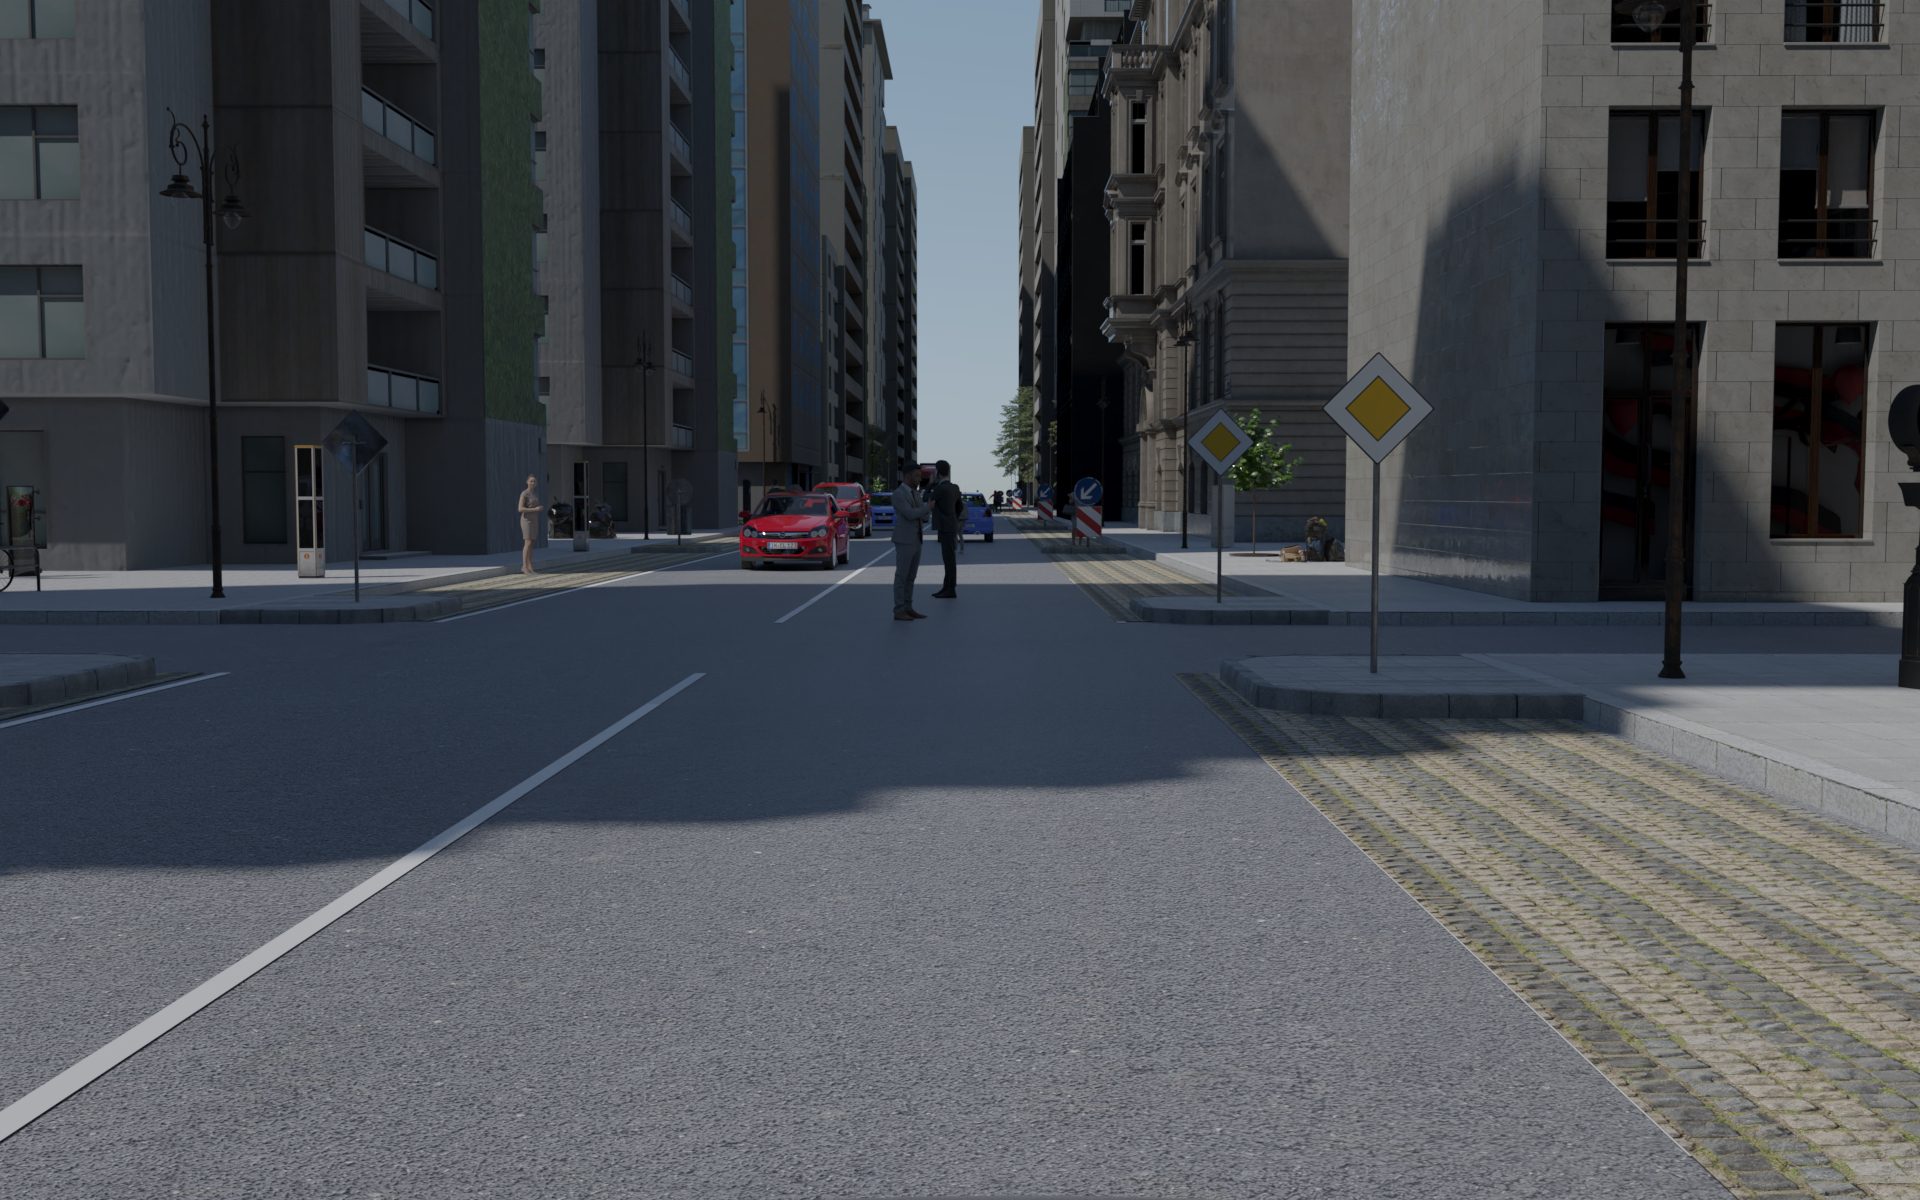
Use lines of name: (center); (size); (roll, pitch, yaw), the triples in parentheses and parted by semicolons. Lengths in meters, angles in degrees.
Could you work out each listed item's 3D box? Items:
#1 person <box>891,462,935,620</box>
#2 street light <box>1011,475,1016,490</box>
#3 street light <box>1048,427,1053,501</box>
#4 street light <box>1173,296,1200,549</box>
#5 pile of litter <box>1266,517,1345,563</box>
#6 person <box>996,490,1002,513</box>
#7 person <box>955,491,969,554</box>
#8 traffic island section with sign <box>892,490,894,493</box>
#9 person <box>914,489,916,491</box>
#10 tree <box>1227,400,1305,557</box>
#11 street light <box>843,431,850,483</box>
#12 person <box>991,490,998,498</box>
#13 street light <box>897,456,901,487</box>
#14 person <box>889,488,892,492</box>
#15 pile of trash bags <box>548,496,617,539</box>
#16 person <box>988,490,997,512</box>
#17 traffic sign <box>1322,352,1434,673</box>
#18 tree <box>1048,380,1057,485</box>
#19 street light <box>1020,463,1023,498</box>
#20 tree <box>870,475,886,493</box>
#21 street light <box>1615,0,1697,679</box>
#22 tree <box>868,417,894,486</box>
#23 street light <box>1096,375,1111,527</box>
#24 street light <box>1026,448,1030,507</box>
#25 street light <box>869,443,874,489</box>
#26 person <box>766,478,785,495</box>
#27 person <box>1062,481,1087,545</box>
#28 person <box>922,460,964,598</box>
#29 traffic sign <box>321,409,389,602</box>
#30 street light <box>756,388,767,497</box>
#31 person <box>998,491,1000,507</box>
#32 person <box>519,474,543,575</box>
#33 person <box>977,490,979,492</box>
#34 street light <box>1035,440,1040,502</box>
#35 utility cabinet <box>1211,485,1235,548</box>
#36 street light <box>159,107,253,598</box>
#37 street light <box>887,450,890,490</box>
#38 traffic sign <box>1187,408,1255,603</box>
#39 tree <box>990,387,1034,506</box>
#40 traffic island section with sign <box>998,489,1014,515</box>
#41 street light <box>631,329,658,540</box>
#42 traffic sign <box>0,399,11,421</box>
person: (-0.527, -0.677, 19.751); (0.466, 1.800, 0.511); (1, 4, 13)
street light: (7.572, -17.247, 254.768); (0.468, 5.910, 1.993); (0, 4, 1)
street light: (6.126, -8.814, 116.900); (0.468, 5.910, 1.993); (0, 4, 1)
street light: (5.291, -4.149, 40.618); (0.468, 5.910, 1.993); (0, 4, 1)
pile of litter: (6.605, -1.160, 32.936); (1.719, 0.858, 1.176); (0, 4, -4)
person: (3.064, -7.639, 134.312); (0.530, 1.710, 0.541); (-3, 5, -40)
person: (-0.037, -1.872, 41.710); (0.523, 1.515, 0.503); (0, 4, 6)
traffic island section with sign: (-5.816, -8.471, 147.133); (1.989, 1.847, 2.006); (0, 4, 1)
person: (-3.472, -7.596, 132.676); (1.348, 1.826, 0.705); (-3, 5, -44)
tree: (5.972, -2.506, 35.580); (1.663, 3.219, 1.824); (0, 3, 0)
street light: (-8.091, -9.268, 124.323); (0.468, 5.910, 1.993); (0, 4, 1)
person: (3.395, -9.589, 165.368); (1.348, 1.812, 0.705); (-2, 4, -30)
street light: (-7.273, -14.380, 207.896); (0.468, 5.910, 1.993); (0, 4, 1)
person: (-4.262, -5.985, 106.360); (1.348, 1.823, 0.705); (0, 4, -6)
pile of trash bags: (-11.611, -2.475, 50.222); (3.447, 1.369, 1.912); (0, 4, 7)
person: (2.831, -7.916, 138.647); (1.217, 1.743, 0.721); (1, 4, 20)
traffic sign: (2.964, -0.533, 12.358); (0.795, 2.450, 0.064); (0, 4, 1)
tree: (7.126, -9.435, 104.625); (4.737, 8.622, 4.395); (0, 3, 0)
street light: (7.057, -13.889, 199.873); (0.468, 5.910, 1.993); (0, 4, 1)
tree: (-8.102, -10.875, 172.406); (1.663, 3.219, 1.824); (0, 3, 0)
street light: (4.979, -2.394, 11.936); (0.468, 5.910, 1.993); (0, 4, 1)
tree: (-8.623, -13.205, 166.263); (4.737, 8.622, 4.395); (0, 3, 0)
street light: (5.596, -5.807, 67.725); (0.468, 5.910, 1.993); (0, 4, 1)
street light: (6.743, -12.149, 171.428); (0.468, 5.910, 1.993); (0, 4, 1)
street light: (-7.718, -10.983, 152.357); (0.468, 5.910, 1.993); (0, 4, 1)
person: (-5.302, -2.589, 50.187); (0.648, 1.900, 0.474); (-3, 5, -41)
person: (3.057, -2.255, 45.719); (0.716, 1.782, 0.532); (0, 4, 5)
person: (-0.249, -0.981, 23.906); (0.474, 1.900, 0.648); (1, 4, 16)
traffic sign: (-7.144, -1.029, 20.471); (0.795, 2.450, 0.064); (0, 4, 1)
street light: (-8.577, -6.302, 75.825); (0.468, 5.910, 1.993); (0, 4, 1)
person: (4.375, -11.572, 197.725); (0.705, 1.821, 1.348); (0, 4, -4)
person: (-7.591, -1.335, 30.672); (0.374, 1.781, 0.599); (1, 4, 18)
person: (1.596, -9.197, 158.899); (0.705, 1.821, 1.348); (-3, 5, -41)
street light: (6.497, -10.486, 144.227); (0.468, 5.910, 1.993); (0, 4, 1)
utility cabinet: (6.272, -2.000, 41.384); (0.318, 1.500, 1.173); (1, 4, 21)
street light: (-9.185, -2.964, 21.257); (0.468, 5.910, 1.993); (0, 4, 1)
street light: (-7.422, -12.695, 180.356); (0.468, 5.910, 1.993); (0, 4, 1)
traffic sign: (3.049, -1.021, 20.342); (0.795, 2.450, 0.064); (0, 4, 1)
tree: (7.025, -16.203, 183.051); (7.486, 12.596, 7.792); (0, 3, 0)
traffic island section with sign: (3.814, -6.797, 119.759); (1.989, 1.847, 2.006); (0, 4, 1)
street light: (-8.833, -4.638, 48.612); (0.468, 5.910, 1.993); (0, 4, 1)
traffic sign: (-7.229, -0.541, 12.487); (0.795, 2.450, 0.064); (0, 4, 1)
